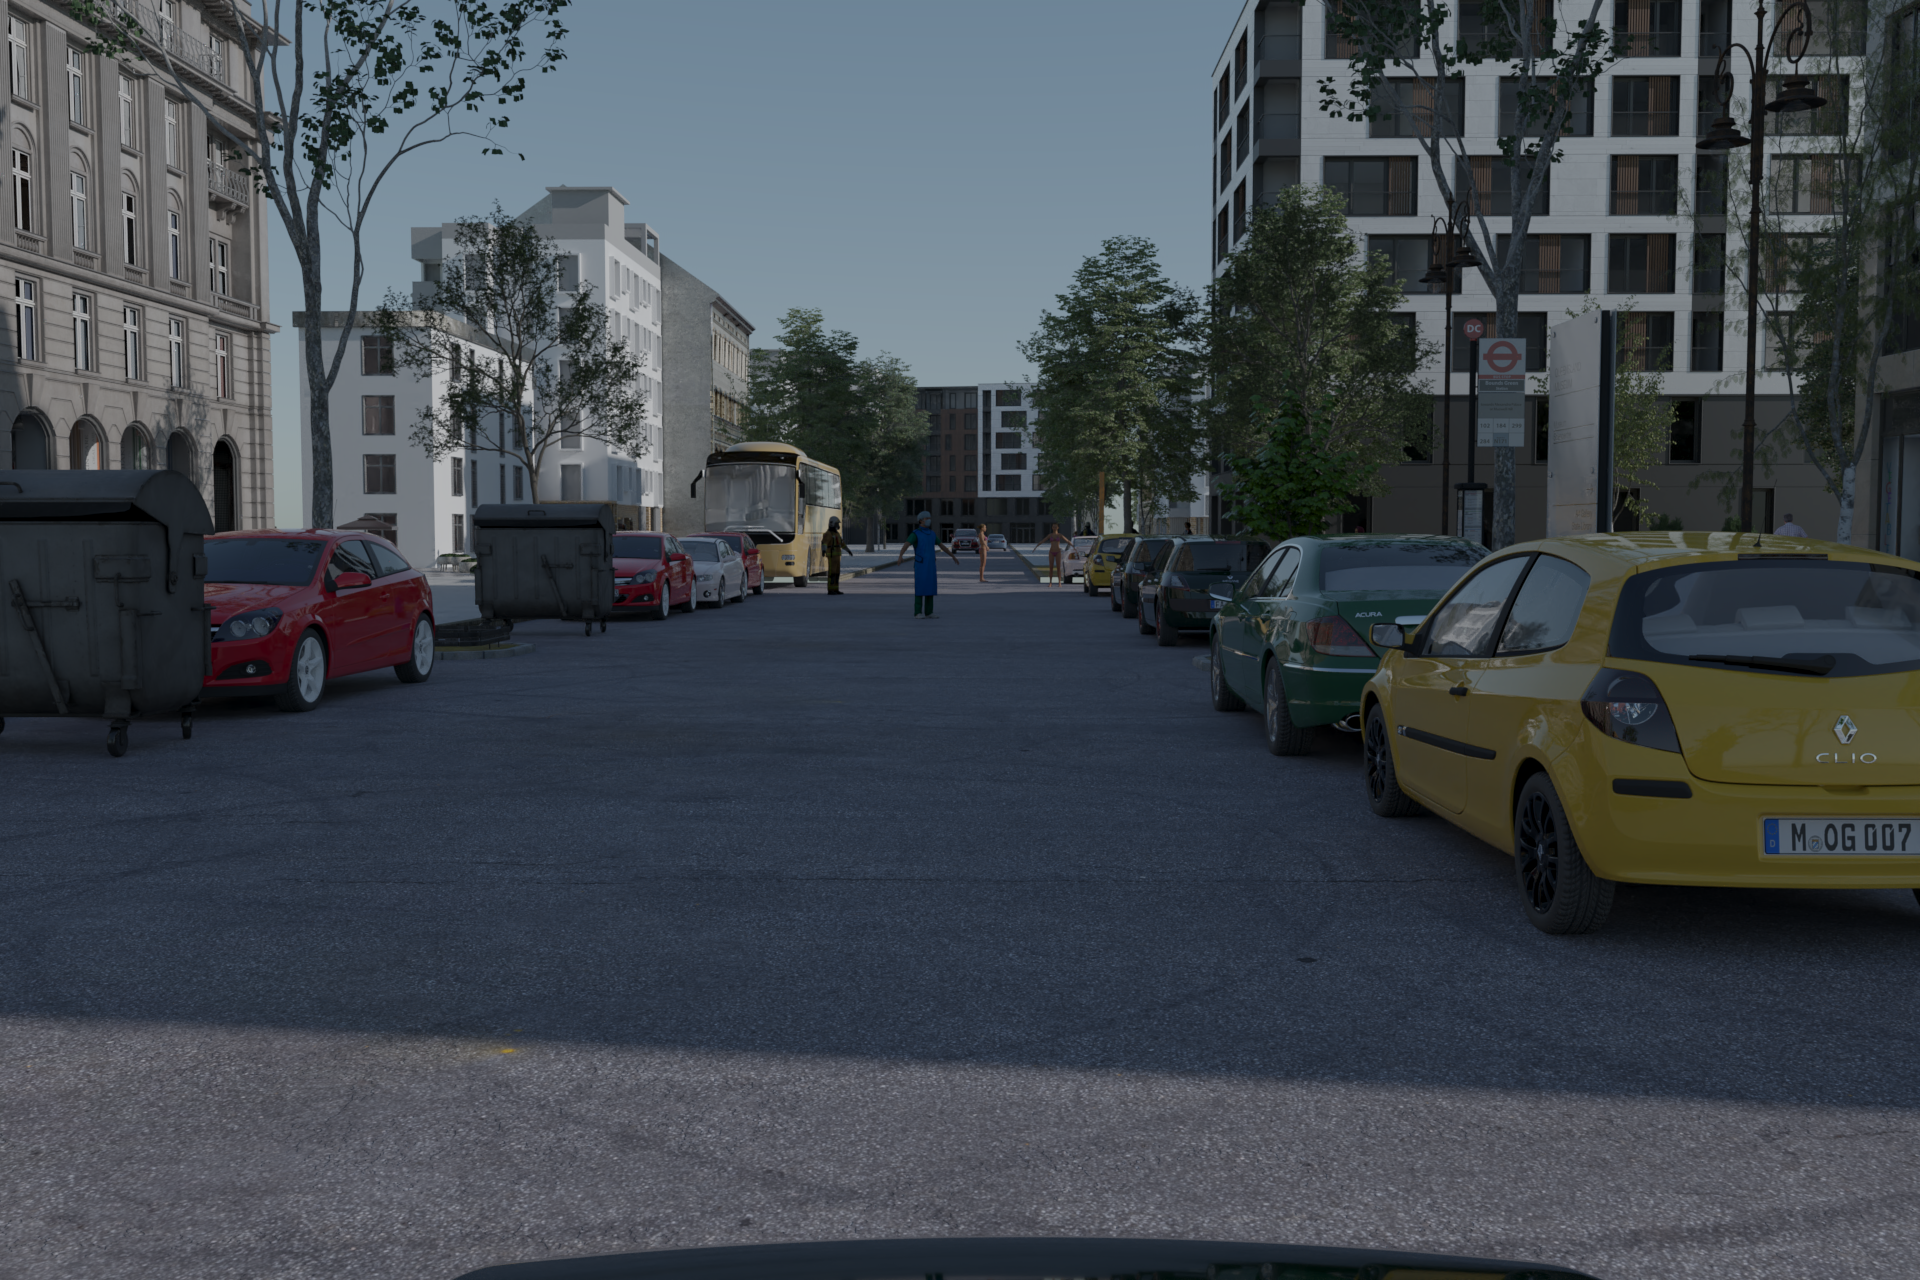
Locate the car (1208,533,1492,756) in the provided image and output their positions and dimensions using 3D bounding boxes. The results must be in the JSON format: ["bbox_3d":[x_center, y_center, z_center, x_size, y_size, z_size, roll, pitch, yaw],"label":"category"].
[{"bbox_3d":[2.946,-0.049,12.598,2.131,1.459,4.920,0,4,1],"label":"car"}]

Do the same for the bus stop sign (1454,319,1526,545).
[{"bbox_3d":[6.591,-2.012,21.591,0.855,3.939,0.416,0,4,1],"label":"bus stop sign"}]

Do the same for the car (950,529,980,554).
[{"bbox_3d":[0.427,-7.196,126.319,2.281,1.827,5.304,0,4,1],"label":"car"}]

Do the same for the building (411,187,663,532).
[{"bbox_3d":[-23.902,-14.642,95.811,16.016,20.090,11.380,0,4,1],"label":"building"}]

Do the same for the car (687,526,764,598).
[{"bbox_3d":[-5.586,-1.866,39.553,2.155,1.783,4.494,0,4,1],"label":"car"}]

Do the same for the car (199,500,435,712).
[{"bbox_3d":[-6.089,-0.382,15.291,2.155,1.783,4.494,0,4,1],"label":"car"}]

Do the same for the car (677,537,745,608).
[{"bbox_3d":[-5.469,-1.378,34.885,2.083,1.381,4.827,0,4,1],"label":"car"}]

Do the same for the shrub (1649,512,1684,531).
[{"bbox_3d":[23.084,-3.195,56.665,1.690,2.028,1.600,0,3,0],"label":"shrub"}]

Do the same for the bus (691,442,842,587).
[{"bbox_3d":[-5.223,-3.566,49.847,2.896,3.916,12.252,0,4,1],"label":"bus"}]

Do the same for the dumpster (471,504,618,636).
[{"bbox_3d":[-5.902,-1.007,24.680,1.865,1.857,1.264,0,4,1],"label":"dumpster"}]

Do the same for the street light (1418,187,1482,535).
[{"bbox_3d":[6.618,-3.104,23.540,0.468,5.910,1.993,0,4,1],"label":"street light"}]

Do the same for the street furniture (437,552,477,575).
[{"bbox_3d":[-13.712,-2.533,57.044,5.734,0.657,10.072,-2,4,-31],"label":"street furniture"}]

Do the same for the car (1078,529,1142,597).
[{"bbox_3d":[3.833,-1.890,41.124,2.015,1.641,3.980,0,4,1],"label":"car"}]

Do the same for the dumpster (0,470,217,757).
[{"bbox_3d":[-6.115,-0.205,11.575,1.865,1.857,1.264,0,4,1],"label":"dumpster"}]

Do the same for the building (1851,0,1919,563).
[{"bbox_3d":[27.654,-13.123,17.771,19.351,26.588,34.151,0,4,1],"label":"building"}]

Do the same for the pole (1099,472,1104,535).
[{"bbox_3d":[4.652,-3.856,56.894,0.158,3.312,0.155,0,3,0],"label":"pole"}]

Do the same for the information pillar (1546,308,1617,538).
[{"bbox_3d":[6.756,-1.688,18.915,0.184,3.620,1.656,0,4,1],"label":"information pillar"}]

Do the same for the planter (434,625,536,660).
[{"bbox_3d":[-6.188,0.028,20.687,1.991,0.319,1.994,0,4,1],"label":"planter"}]

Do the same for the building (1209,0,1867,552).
[{"bbox_3d":[25.179,-14.407,79.531,27.936,21.610,32.646,0,4,1],"label":"building"}]

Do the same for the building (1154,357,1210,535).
[{"bbox_3d":[25.622,-19.891,181.638,16.016,20.090,11.380,0,4,1],"label":"building"}]

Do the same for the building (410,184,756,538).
[{"bbox_3d":[-24.815,-17.580,118.365,19.493,23.208,18.063,0,4,1],"label":"building"}]

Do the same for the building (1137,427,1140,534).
[{"bbox_3d":[28.158,-22.508,224.423,16.016,20.090,11.380,0,4,1],"label":"building"}]

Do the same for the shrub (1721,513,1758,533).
[{"bbox_3d":[27.585,-3.504,61.711,1.690,2.028,1.600,0,3,0],"label":"shrub"}]

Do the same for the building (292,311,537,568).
[{"bbox_3d":[-23.921,-8.391,79.344,9.099,9.664,28.070,0,4,1],"label":"building"}]

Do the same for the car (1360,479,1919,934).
[{"bbox_3d":[2.934,0.160,7.615,2.015,1.641,3.980,0,4,1],"label":"car"}]

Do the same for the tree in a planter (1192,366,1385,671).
[{"bbox_3d":[3.539,-1.303,18.520,1.991,3.239,1.994,0,4,1],"label":"tree in a planter"}]

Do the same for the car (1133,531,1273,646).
[{"bbox_3d":[3.397,-0.838,23.486,2.009,1.686,4.222,0,4,1],"label":"car"}]

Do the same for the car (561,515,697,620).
[{"bbox_3d":[-5.754,-1.290,30.130,2.155,1.783,4.494,0,4,1],"label":"car"}]

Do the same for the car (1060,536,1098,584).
[{"bbox_3d":[3.914,-2.384,51.342,2.083,1.381,4.827,0,4,0],"label":"car"}]

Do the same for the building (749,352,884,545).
[{"bbox_3d":[-24.147,-22.424,210.600,27.936,21.610,32.646,0,4,1],"label":"building"}]

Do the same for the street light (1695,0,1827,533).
[{"bbox_3d":[6.893,-2.587,15.081,0.468,5.910,1.993,0,4,1],"label":"street light"}]

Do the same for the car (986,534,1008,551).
[{"bbox_3d":[3.049,-8.215,146.314,2.014,1.417,4.499,0,4,1],"label":"car"}]

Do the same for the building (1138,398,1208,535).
[{"bbox_3d":[30.882,-22.649,201.234,19.493,23.208,18.063,0,4,1],"label":"building"}]

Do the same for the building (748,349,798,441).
[{"bbox_3d":[-23.013,-19.690,178.344,16.016,20.090,11.380,0,4,1],"label":"building"}]

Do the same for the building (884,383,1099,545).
[{"bbox_3d":[2.864,-24.538,247.621,32.646,21.610,27.936,1,4,11],"label":"building"}]

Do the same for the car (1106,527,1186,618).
[{"bbox_3d":[3.638,-1.287,30.825,2.009,1.686,4.222,0,4,1],"label":"car"}]

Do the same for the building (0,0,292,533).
[{"bbox_3d":[-28.014,-12.417,43.678,13.314,22.015,24.055,0,4,1],"label":"building"}]
